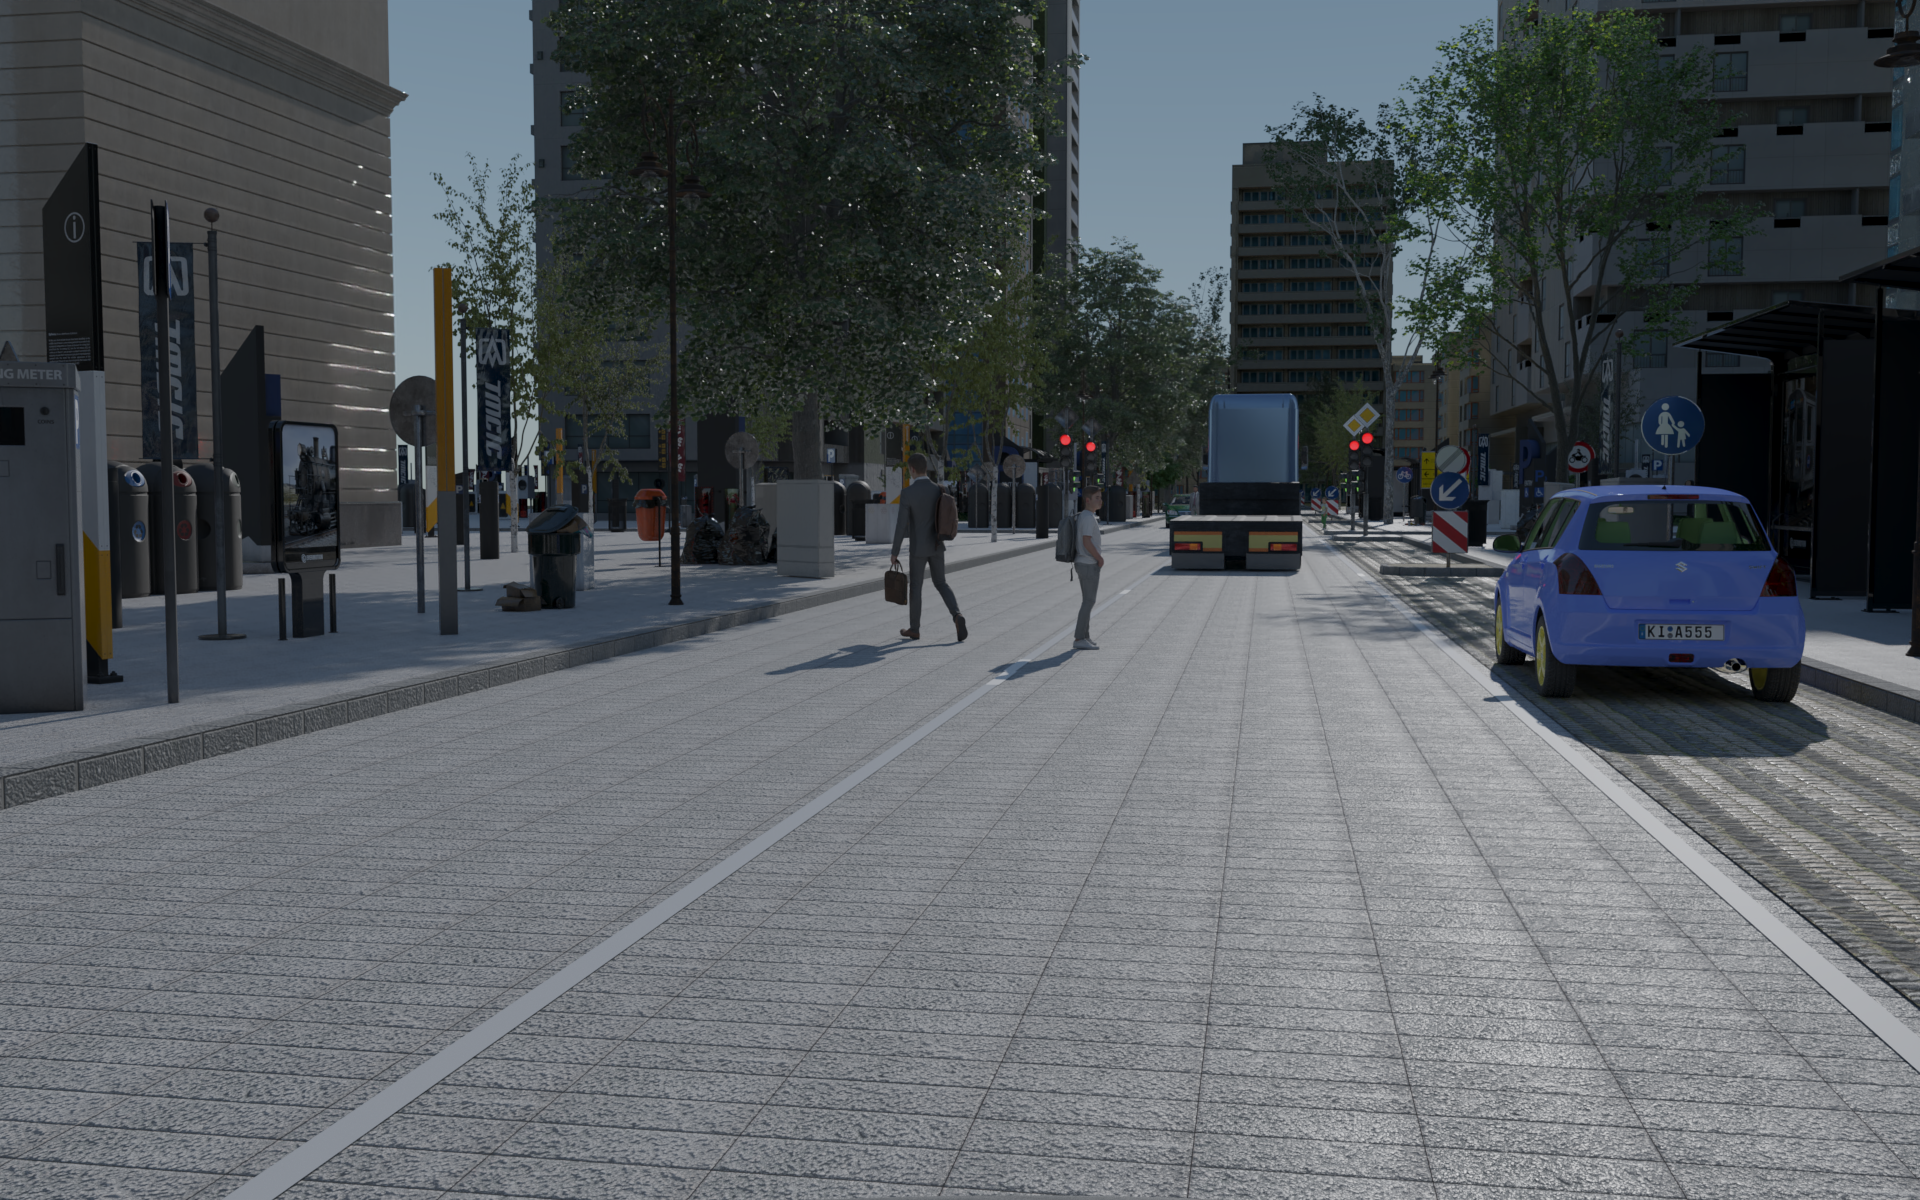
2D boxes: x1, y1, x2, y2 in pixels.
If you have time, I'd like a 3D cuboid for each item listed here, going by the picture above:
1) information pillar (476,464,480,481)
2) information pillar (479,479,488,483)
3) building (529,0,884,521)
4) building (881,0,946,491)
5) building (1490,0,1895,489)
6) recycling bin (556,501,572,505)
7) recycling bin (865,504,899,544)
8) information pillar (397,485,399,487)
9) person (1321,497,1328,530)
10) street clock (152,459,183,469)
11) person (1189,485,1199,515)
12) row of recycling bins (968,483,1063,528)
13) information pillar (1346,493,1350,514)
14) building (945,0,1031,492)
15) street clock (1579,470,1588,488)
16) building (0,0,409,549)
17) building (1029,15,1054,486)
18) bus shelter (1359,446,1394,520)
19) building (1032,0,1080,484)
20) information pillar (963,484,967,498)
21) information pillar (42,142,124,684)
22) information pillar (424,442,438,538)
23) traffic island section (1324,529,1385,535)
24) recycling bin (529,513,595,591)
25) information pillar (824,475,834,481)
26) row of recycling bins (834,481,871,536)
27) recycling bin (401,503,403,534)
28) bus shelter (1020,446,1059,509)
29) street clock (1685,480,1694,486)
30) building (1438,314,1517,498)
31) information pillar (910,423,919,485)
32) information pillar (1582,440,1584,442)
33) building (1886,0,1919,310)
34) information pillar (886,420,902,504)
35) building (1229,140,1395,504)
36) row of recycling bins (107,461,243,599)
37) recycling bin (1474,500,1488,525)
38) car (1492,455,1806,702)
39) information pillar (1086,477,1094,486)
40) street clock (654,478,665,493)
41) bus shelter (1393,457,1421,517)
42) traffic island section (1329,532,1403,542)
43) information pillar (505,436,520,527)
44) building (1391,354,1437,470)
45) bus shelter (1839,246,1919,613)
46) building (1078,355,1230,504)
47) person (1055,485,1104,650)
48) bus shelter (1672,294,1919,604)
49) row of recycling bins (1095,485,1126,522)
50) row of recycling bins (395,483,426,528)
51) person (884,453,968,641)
[{"bbox_3d":[-37.190,-8.719,133.914,0.504,3.616,0.183,0,4,6],"label":"information pillar"},{"bbox_3d":[-22.679,-4.772,82.521,0.304,2.012,0.304,-3,5,-44],"label":"information pillar"},{"bbox_3d":[-12.203,-19.313,87.465,14.160,30.474,14.107,1,4,10],"label":"building"},{"bbox_3d":[-13.400,-30.420,121.063,21.300,48.544,21.600,1,4,10],"label":"building"},{"bbox_3d":[60.971,-34.138,147.396,28.713,52.752,27.495,1,4,10],"label":"building"},{"bbox_3d":[-15.215,-3.350,67.320,0.722,1.027,0.722,1,4,21],"label":"recycling bin"},{"bbox_3d":[-1.990,-1.979,44.918,0.722,1.027,0.722,1,4,22],"label":"recycling bin"},{"bbox_3d":[-43.726,-7.995,135.208,0.304,2.012,0.304,-2,4,-25],"label":"information pillar"},{"bbox_3d":[14.528,-3.440,69.000,0.306,1.304,0.590,2,4,31],"label":"person"},{"bbox_3d":[-13.667,-1.550,29.911,0.471,2.002,0.358,1,4,19],"label":"street clock"},{"bbox_3d":[9.652,-3.793,70.791,0.678,1.792,0.850,2,4,26],"label":"person"},{"bbox_3d":[2.059,-3.573,65.528,3.534,1.692,1.069,0,4,1],"label":"row of recycling bins"},{"bbox_3d":[24.808,-6.488,110.572,0.304,2.012,0.304,0,4,3],"label":"information pillar"},{"bbox_3d":[-1.869,-30.376,146.750,14.600,45.320,14.200,1,4,10],"label":"building"},{"bbox_3d":[15.111,-2.296,42.105,0.358,2.002,0.471,1,4,15],"label":"street clock"},{"bbox_3d":[-26.868,-14.787,39.028,25.104,27.353,12.463,1,4,10],"label":"building"},{"bbox_3d":[-1.653,-44.399,164.175,20.563,71.187,20.611,1,4,10],"label":"building"},{"bbox_3d":[20.884,-5.884,87.483,1.731,3.624,6.357,1,4,10],"label":"bus shelter"},{"bbox_3d":[-1.270,-39.727,191.543,28.212,58.520,21.231,1,4,10],"label":"building"},{"bbox_3d":[0.365,-7.400,125.484,0.304,2.012,0.304,1,4,9],"label":"information pillar"},{"bbox_3d":[-5.979,-1.247,11.748,0.504,3.616,0.183,2,4,26],"label":"information pillar"},{"bbox_3d":[-15.534,-3.647,50.988,0.183,3.616,0.504,2,4,34],"label":"information pillar"},{"bbox_3d":[13.883,-2.376,61.125,2.009,0.180,2.903,1,4,10],"label":"traffic island section"},{"bbox_3d":[-5.335,-0.652,23.221,0.722,1.027,0.722,0,4,1],"label":"recycling bin"},{"bbox_3d":[-5.124,-3.868,67.731,0.304,2.012,0.304,-2,4,-24],"label":"information pillar"},{"bbox_3d":[-4.269,-2.890,54.359,3.534,1.692,1.069,2,4,34],"label":"row of recycling bins"},{"bbox_3d":[-18.533,-2.669,56.188,0.722,1.027,0.722,-2,4,-32],"label":"recycling bin"},{"bbox_3d":[2.981,-4.995,75.586,2.014,3.302,5.546,1,4,10],"label":"bus shelter"},{"bbox_3d":[37.959,-5.232,90.111,0.358,2.002,0.471,-2,4,-31],"label":"street clock"},{"bbox_3d":[64.496,-20.265,176.371,27.650,21.520,28.899,1,4,10],"label":"building"},{"bbox_3d":[-1.557,-3.983,56.477,0.504,3.616,0.183,-2,4,-26],"label":"information pillar"},{"bbox_3d":[26.777,-5.095,74.652,0.183,3.616,0.504,1,4,9],"label":"information pillar"},{"bbox_3d":[95.912,-33.874,173.455,30.456,49.044,23.786,1,4,10],"label":"building"},{"bbox_3d":[-2.023,-3.745,52.592,0.504,3.616,0.183,0,4,3],"label":"information pillar"},{"bbox_3d":[48.372,-37.707,240.218,21.600,48.544,21.300,1,4,10],"label":"building"},{"bbox_3d":[-10.390,-0.902,21.859,1.069,1.692,3.534,1,4,11],"label":"row of recycling bins"},{"bbox_3d":[21.338,-3.610,71.577,0.722,1.027,0.722,-3,5,-41],"label":"recycling bin"},{"bbox_3d":[5.132,-0.226,13.279,1.945,1.707,3.694,1,4,10],"label":"car"},{"bbox_3d":[5.462,-4.187,72.948,0.304,2.012,0.304,1,4,9],"label":"information pillar"},{"bbox_3d":[-13.813,-4.592,79.655,0.471,2.002,0.358,1,4,23],"label":"street clock"},{"bbox_3d":[24.464,-6.250,96.119,2.014,3.302,5.546,1,4,10],"label":"bus shelter"},{"bbox_3d":[12.491,-1.895,53.262,2.009,0.180,2.903,1,4,10],"label":"traffic island section"},{"bbox_3d":[-17.214,-4.600,66.566,0.504,3.616,0.183,-3,4,-38],"label":"information pillar"},{"bbox_3d":[73.851,-24.165,240.130,28.899,21.520,27.650,1,4,10],"label":"building"},{"bbox_3d":[9.798,-1.490,15.642,1.731,3.624,6.357,1,4,10],"label":"bus shelter"},{"bbox_3d":[24.016,-24.664,248.297,28.899,21.520,27.650,1,4,10],"label":"building"},{"bbox_3d":[1.172,-0.302,16.034,0.523,1.515,0.503,-3,4,-38],"label":"person"},{"bbox_3d":[11.390,-1.993,23.876,1.731,3.624,6.357,1,4,10],"label":"bus shelter"},{"bbox_3d":[7.203,-4.541,81.360,1.069,1.692,3.534,0,4,-3],"label":"row of recycling bins"},{"bbox_3d":[-21.643,-3.725,68.016,1.069,1.692,3.534,-1,4,-22],"label":"row of recycling bins"},{"bbox_3d":[-0.331,-0.517,16.910,0.622,1.834,0.822,-3,4,-38],"label":"person"}]
